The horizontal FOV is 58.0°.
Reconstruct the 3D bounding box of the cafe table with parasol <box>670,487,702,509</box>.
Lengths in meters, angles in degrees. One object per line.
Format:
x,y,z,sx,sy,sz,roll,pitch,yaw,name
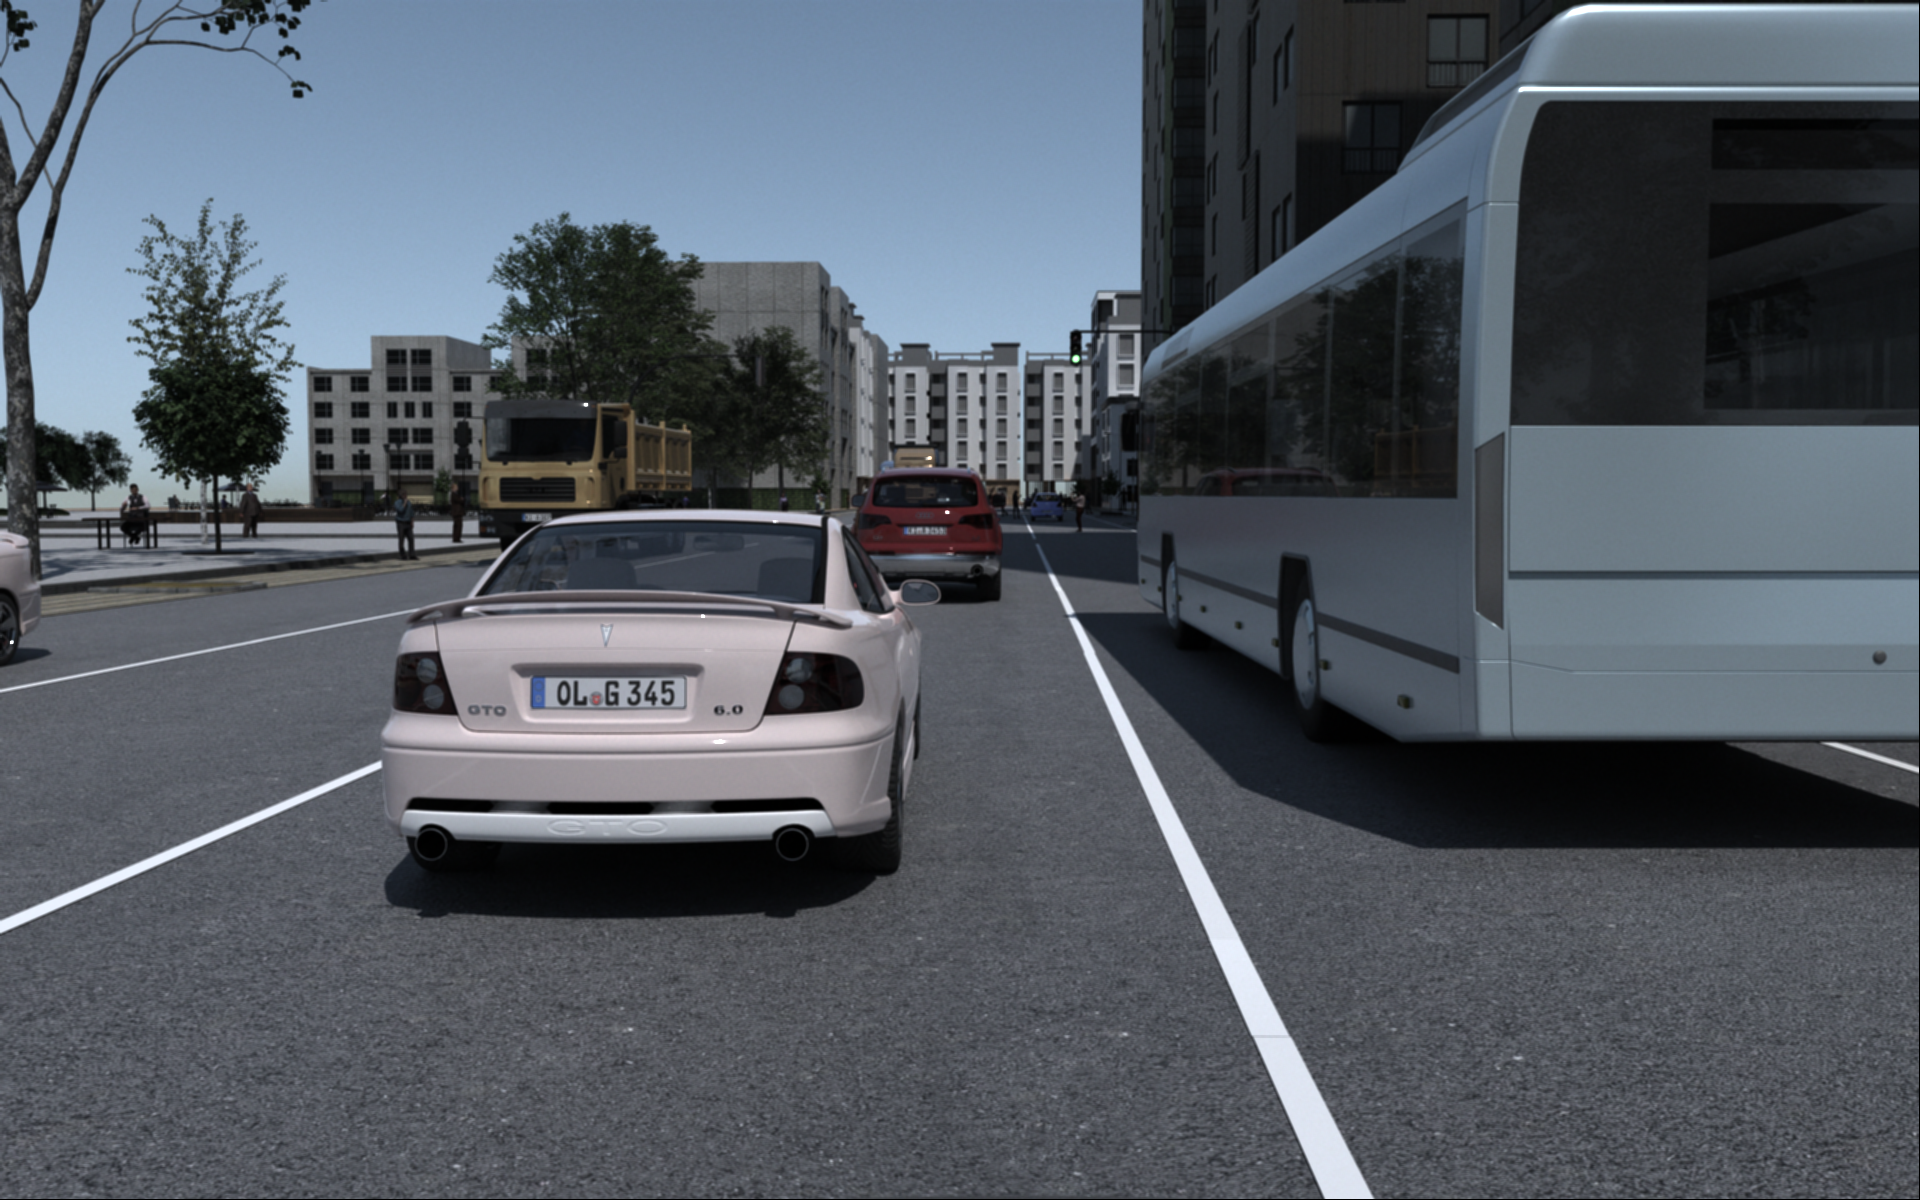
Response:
-19.201,-7.130,121.449,2.610,1.966,2.610,-2,4,-32,cafe table with parasol

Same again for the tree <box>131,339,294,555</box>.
-15.902,-3.259,37.002,4.285,4.588,4.351,0,3,0,tree

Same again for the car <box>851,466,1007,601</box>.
-0.456,-0.987,24.803,2.281,1.827,5.304,0,3,0,car

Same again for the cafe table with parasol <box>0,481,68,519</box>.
-47.821,-5.205,89.964,2.610,1.966,2.610,-1,4,-11,cafe table with parasol

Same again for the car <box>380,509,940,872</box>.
-1.138,0.269,7.957,2.083,1.381,4.827,0,3,0,car

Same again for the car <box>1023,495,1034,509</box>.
7.015,-9.459,167.234,1.945,1.354,3.894,0,4,2,car

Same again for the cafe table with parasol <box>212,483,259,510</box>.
-40.416,-5.614,96.650,2.610,1.966,2.610,1,4,14,cafe table with parasol

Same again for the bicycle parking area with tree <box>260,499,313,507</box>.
-40.309,-7.714,113.129,9.016,4.147,8.231,-3,4,-37,bicycle parking area with tree

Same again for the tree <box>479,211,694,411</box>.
-13.505,-8.398,63.062,9.928,11.665,9.643,0,3,0,tree

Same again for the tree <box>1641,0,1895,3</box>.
9.571,-4.254,19.913,4.737,8.622,4.395,0,3,0,tree

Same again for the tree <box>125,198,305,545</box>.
-19.144,-5.728,44.015,4.737,8.622,4.395,0,3,0,tree

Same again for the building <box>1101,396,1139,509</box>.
17.350,-12.653,149.016,9.099,9.664,28.070,0,4,2,building

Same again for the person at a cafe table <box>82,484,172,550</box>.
-19.416,-1.960,40.558,1.698,1.524,1.622,-1,4,-12,person at a cafe table

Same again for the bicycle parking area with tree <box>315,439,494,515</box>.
-27.629,-6.407,91.752,8.231,4.147,9.016,2,4,32,bicycle parking area with tree

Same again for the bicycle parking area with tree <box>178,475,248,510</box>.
-52.727,-8.521,126.316,9.016,4.147,8.231,-1,4,-21,bicycle parking area with tree

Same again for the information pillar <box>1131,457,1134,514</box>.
11.013,-7.273,110.265,0.183,3.616,0.504,0,4,6,information pillar

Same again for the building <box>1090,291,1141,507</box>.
28.228,-21.169,190.083,27.936,21.610,32.646,0,4,2,building

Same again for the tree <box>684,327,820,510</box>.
-11.958,-9.975,97.511,8.767,10.594,7.601,0,4,2,tree

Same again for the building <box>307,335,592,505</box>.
-56.995,-20.507,201.754,31.486,18.905,16.747,0,4,2,building

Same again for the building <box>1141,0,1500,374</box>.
26.539,-32.197,115.652,28.713,52.752,27.495,0,4,2,building

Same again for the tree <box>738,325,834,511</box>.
-12.528,-12.156,116.879,7.486,12.596,7.792,0,3,0,tree

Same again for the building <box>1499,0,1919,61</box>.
17.039,-21.185,29.969,14.154,41.232,14.086,0,4,2,building

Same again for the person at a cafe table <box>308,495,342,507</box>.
-38.030,-5.658,103.366,1.698,1.238,1.726,0,4,-2,person at a cafe table

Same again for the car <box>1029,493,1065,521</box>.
4.610,-5.044,92.066,1.945,1.707,3.694,0,4,2,car

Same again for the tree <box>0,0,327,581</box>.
-12.718,-10.289,24.108,12.611,20.169,13.585,0,3,0,tree

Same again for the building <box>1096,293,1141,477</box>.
21.414,-19.073,168.269,16.016,20.091,11.380,0,4,2,building

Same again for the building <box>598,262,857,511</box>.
-18.616,-17.220,148.011,16.747,18.905,31.486,0,4,2,building

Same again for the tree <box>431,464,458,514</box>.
-33.041,-7.132,111.207,1.663,3.219,1.824,0,3,0,tree

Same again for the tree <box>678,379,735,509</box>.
-15.971,-9.689,108.785,4.360,8.622,3.978,0,3,0,tree

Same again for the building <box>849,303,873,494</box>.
-17.159,-19.138,169.332,16.016,20.091,11.380,0,4,2,building

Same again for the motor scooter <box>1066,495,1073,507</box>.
12.491,-11.279,197.181,0.815,1.314,1.986,0,4,0,motor scooter

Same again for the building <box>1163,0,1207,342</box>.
18.162,-25.193,95.500,14.154,41.232,14.086,0,4,2,building

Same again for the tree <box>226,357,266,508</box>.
-37.758,-8.553,90.210,4.360,8.622,3.978,0,3,0,tree

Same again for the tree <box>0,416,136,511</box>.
-66.202,-9.677,121.129,11.467,7.101,20.602,0,4,-8,tree

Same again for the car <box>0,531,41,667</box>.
-8.879,-0.039,12.992,2.083,1.381,4.827,0,4,1,car

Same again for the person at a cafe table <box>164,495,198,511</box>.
-48.582,-5.919,107.634,1.698,1.238,1.726,0,4,3,person at a cafe table

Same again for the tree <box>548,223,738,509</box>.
-13.631,-9.496,73.394,7.486,12.596,7.792,0,3,0,tree

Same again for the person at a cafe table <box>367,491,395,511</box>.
-44.039,-7.569,132.264,1.622,1.524,1.698,3,5,39,person at a cafe table

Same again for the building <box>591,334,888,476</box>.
-24.608,-20.432,200.525,31.486,18.905,16.747,0,4,2,building
